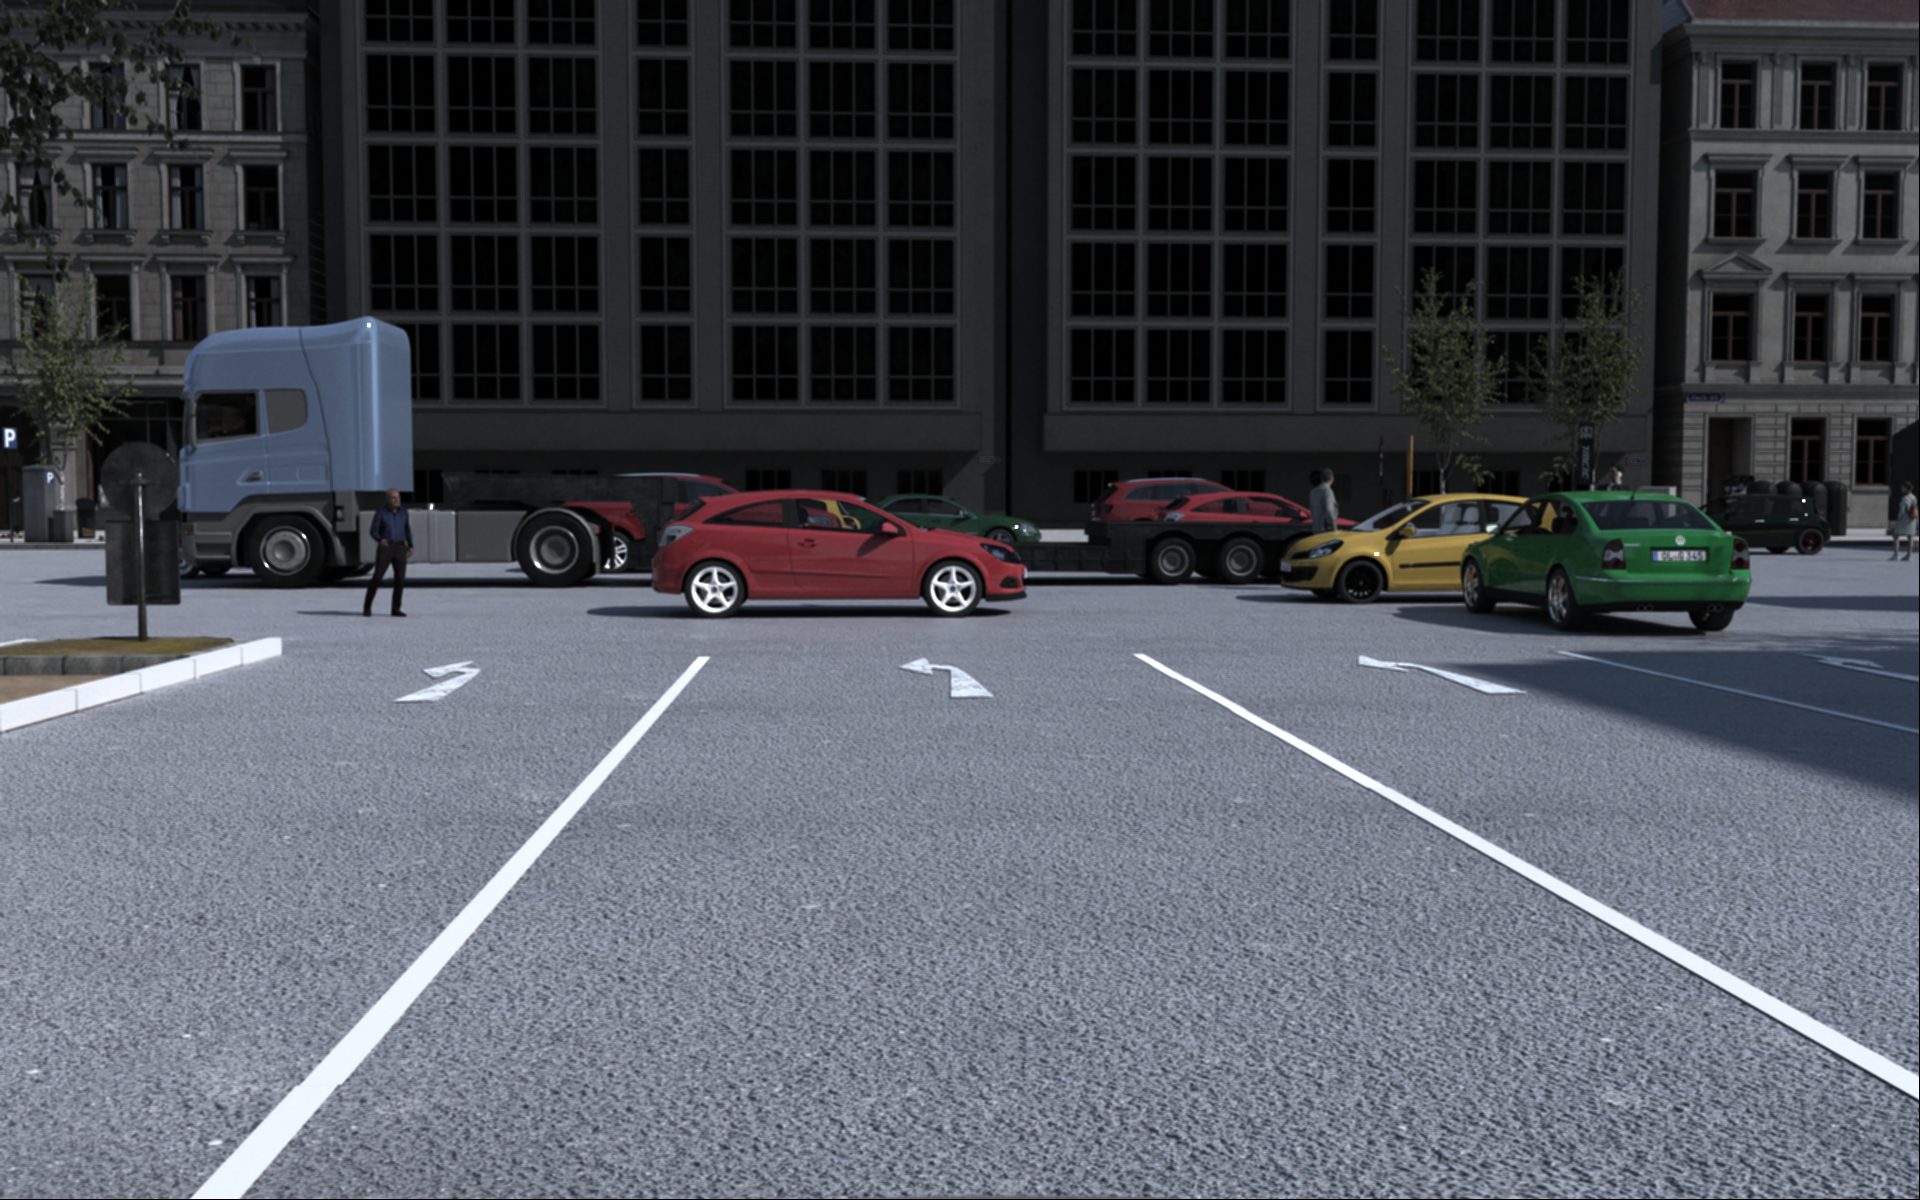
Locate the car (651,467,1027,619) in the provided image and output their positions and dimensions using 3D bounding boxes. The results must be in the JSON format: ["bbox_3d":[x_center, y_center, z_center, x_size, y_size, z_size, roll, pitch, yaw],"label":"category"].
[{"bbox_3d":[-1.432,-0.719,20.794,4.494,1.783,2.155,0,4,-4],"label":"car"}]

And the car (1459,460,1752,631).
[{"bbox_3d":[7.083,-0.655,19.503,1.959,1.807,4.718,0,4,-3],"label":"car"}]

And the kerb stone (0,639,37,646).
[{"bbox_3d":[-8.180,0.452,14.802,0.120,0.150,1.000,0,4,-4],"label":"kerb stone"}]

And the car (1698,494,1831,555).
[{"bbox_3d":[18.647,-1.942,41.534,4.222,1.686,2.009,0,4,-2],"label":"car"}]

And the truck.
[{"bbox_3d":[-3.184,-2.318,27.654,18.799,4.110,2.967,0,4,-4],"label":"truck"}]

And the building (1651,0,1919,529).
[{"bbox_3d":[36.071,-14.232,68.851,21.152,22.565,11.583,0,4,-4],"label":"building"}]

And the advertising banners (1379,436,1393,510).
[{"bbox_3d":[12.725,-3.402,51.806,0.090,3.025,2.074,0,4,4],"label":"advertising banners"}]

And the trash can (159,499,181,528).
[{"bbox_3d":[-24.284,-2.545,53.256,0.748,1.137,0.748,0,3,0],"label":"trash can"}]

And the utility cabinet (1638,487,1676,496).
[{"bbox_3d":[20.674,-2.615,51.439,0.318,1.500,1.173,-2,4,-25],"label":"utility cabinet"}]

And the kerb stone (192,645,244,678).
[{"bbox_3d":[-6.023,0.505,13.938,0.120,0.150,1.000,0,4,-4],"label":"kerb stone"}]

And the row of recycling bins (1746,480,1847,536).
[{"bbox_3d":[25.567,-2.796,52.833,3.534,1.692,1.069,-1,4,-19],"label":"row of recycling bins"}]

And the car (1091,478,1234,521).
[{"bbox_3d":[5.721,-2.012,41.567,5.304,1.827,2.281,0,4,-3],"label":"car"}]

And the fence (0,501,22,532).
[{"bbox_3d":[-32.468,-2.847,57.751,0.480,1.192,2.264,2,4,28],"label":"fence"}]

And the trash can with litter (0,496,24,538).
[{"bbox_3d":[-27.497,-2.429,50.779,1.678,1.210,2.233,-1,4,-14],"label":"trash can with litter"}]

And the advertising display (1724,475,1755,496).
[{"bbox_3d":[26.848,-3.334,59.717,0.974,1.923,0.123,3,4,38],"label":"advertising display"}]

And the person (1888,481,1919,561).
[{"bbox_3d":[20.325,-1.694,37.199,0.512,1.701,0.522,-2,4,-30],"label":"person"}]

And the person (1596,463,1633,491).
[{"bbox_3d":[9.829,-1.121,26.199,0.648,1.900,0.474,1,4,16],"label":"person"}]

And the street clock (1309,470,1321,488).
[{"bbox_3d":[10.840,-2.933,52.522,0.471,2.002,0.358,2,4,30],"label":"street clock"}]

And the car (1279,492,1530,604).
[{"bbox_3d":[6.335,-0.804,23.372,3.980,1.641,2.015,0,4,-4],"label":"car"}]

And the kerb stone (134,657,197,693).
[{"bbox_3d":[-5.962,0.568,12.914,0.120,0.150,1.000,0,4,-4],"label":"kerb stone"}]

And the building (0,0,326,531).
[{"bbox_3d":[-42.690,-12.994,63.366,40.483,20.767,10.553,0,4,-4],"label":"building"}]

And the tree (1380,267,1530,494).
[{"bbox_3d":[15.598,-6.445,55.733,4.737,8.622,4.395,0,3,0],"label":"tree"}]

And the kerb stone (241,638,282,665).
[{"bbox_3d":[-6.086,0.442,14.963,0.120,0.150,1.000,0,4,-4],"label":"kerb stone"}]

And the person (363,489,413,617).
[{"bbox_3d":[-6.679,-0.551,20.200,0.574,1.496,0.600,-1,4,-17],"label":"person"}]

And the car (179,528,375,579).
[{"bbox_3d":[-11.977,-1.066,30.006,3.894,1.354,1.945,0,4,-3],"label":"car"}]

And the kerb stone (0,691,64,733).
[{"bbox_3d":[-5.834,0.698,10.865,0.120,0.150,1.000,0,4,-4],"label":"kerb stone"}]

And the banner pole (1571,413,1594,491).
[{"bbox_3d":[19.166,-3.884,53.522,0.863,3.779,0.401,3,4,38],"label":"banner pole"}]

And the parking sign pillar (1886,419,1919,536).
[{"bbox_3d":[29.426,-3.972,53.407,1.447,3.967,1.447,1,4,18],"label":"parking sign pillar"}]

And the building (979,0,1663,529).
[{"bbox_3d":[13.375,-16.792,68.052,24.014,27.812,14.314,0,4,-4],"label":"building"}]

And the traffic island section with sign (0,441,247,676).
[{"bbox_3d":[-7.113,-0.390,14.520,2.006,1.907,1.989,0,4,-4],"label":"traffic island section with sign"}]

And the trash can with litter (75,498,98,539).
[{"bbox_3d":[-25.252,-2.374,50.207,0.624,1.170,1.055,-2,4,-34],"label":"trash can with litter"}]

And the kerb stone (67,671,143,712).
[{"bbox_3d":[-5.895,0.632,11.889,0.120,0.150,1.000,0,4,-4],"label":"kerb stone"}]

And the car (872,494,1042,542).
[{"bbox_3d":[-0.576,-1.721,39.931,4.920,1.459,2.131,0,4,-2],"label":"car"}]

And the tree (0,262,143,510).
[{"bbox_3d":[-28.770,-6.435,55.575,4.737,8.622,4.395,0,3,0],"label":"tree"}]

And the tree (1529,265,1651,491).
[{"bbox_3d":[20.449,-6.478,56.286,4.737,8.622,4.395,0,3,0],"label":"tree"}]

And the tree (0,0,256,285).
[{"bbox_3d":[-6.462,-3.526,10.474,4.360,8.622,3.978,0,3,0],"label":"tree"}]

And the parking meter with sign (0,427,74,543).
[{"bbox_3d":[-24.136,-3.004,45.372,1.738,3.016,0.543,1,4,8],"label":"parking meter with sign"}]

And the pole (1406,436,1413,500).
[{"bbox_3d":[15.671,-4.071,60.399,0.158,3.312,0.155,0,3,0],"label":"pole"}]

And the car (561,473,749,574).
[{"bbox_3d":[-4.793,-1.429,32.037,5.304,1.827,2.281,0,4,-2],"label":"car"}]

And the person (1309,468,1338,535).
[{"bbox_3d":[5.425,-1.048,25.732,0.391,1.810,0.635,-2,4,-27],"label":"person"}]

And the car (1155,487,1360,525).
[{"bbox_3d":[6.011,-1.544,34.289,4.494,1.783,2.155,0,4,-2],"label":"car"}]

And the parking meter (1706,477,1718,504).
[{"bbox_3d":[25.669,-3.268,59.144,0.255,1.863,0.399,0,4,7],"label":"parking meter"}]

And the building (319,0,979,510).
[{"bbox_3d":[-10.568,-16.676,66.165,24.014,27.812,14.314,0,4,-4],"label":"building"}]
